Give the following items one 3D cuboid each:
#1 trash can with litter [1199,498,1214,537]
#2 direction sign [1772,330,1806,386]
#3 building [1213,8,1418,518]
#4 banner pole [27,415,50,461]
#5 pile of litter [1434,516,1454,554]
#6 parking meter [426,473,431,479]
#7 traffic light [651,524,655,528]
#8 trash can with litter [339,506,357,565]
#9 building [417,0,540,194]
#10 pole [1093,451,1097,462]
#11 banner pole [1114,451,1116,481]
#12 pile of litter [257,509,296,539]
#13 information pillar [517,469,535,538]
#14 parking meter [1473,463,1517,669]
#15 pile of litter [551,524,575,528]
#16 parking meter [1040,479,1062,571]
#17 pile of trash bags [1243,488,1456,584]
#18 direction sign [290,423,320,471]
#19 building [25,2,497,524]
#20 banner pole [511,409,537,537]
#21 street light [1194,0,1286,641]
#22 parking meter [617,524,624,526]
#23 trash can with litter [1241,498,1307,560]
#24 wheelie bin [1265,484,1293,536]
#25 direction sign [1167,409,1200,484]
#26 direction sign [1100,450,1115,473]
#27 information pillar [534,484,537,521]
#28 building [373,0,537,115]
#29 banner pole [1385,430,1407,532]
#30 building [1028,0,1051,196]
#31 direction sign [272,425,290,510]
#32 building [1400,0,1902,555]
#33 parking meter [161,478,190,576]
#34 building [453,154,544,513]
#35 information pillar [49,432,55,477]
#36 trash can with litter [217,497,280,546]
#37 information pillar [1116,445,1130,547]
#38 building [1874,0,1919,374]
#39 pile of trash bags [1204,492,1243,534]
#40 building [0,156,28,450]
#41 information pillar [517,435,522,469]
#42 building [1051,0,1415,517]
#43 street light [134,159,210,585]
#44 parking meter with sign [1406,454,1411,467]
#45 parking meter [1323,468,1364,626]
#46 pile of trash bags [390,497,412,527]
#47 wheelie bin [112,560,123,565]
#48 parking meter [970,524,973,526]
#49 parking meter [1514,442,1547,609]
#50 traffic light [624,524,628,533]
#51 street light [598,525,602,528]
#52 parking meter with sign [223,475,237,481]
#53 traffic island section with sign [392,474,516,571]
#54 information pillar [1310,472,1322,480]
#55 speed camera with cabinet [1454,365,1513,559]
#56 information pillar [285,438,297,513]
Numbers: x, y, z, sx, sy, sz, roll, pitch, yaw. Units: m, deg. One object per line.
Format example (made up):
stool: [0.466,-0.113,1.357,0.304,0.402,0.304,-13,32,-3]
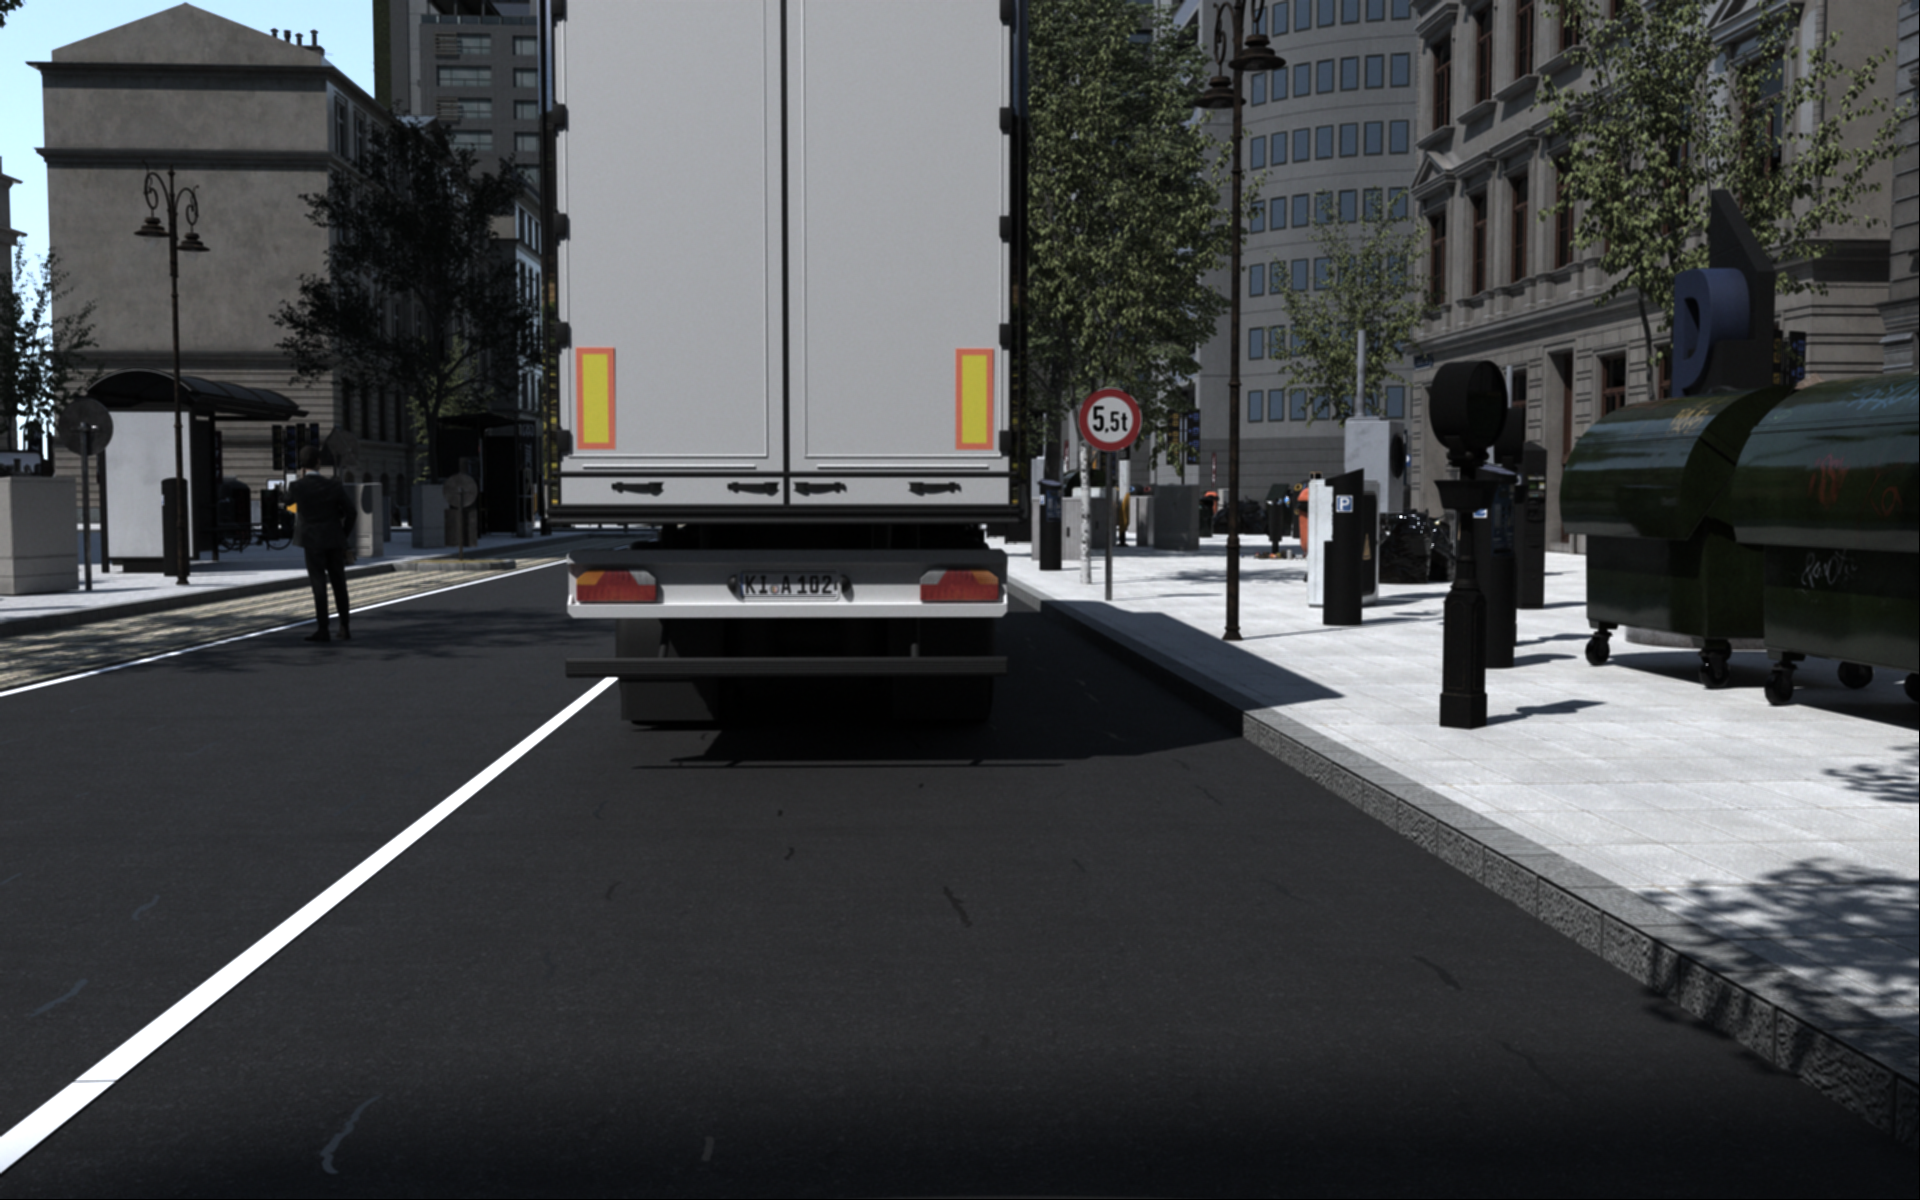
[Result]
trash can with litter: [7.199,-2.441,51.297,0.624,1.170,1.055,0,4,5]
direction sign: [11.431,-1.962,24.073,0.876,3.537,0.379,-2,4,-31]
building: [25.274,-33.383,87.818,28.212,58.520,21.231,0,4,-4]
banner pole: [-28.528,-3.901,53.799,0.401,3.779,0.863,3,5,40]
pile of litter: [9.483,-1.199,33.566,1.176,0.858,1.719,0,4,2]
parking meter: [-14.833,-2.625,48.635,0.255,1.863,0.399,-1,4,-9]
traffic light: [-11.587,-4.675,65.350,0.839,4.253,0.868,0,4,-4]
trash can with litter: [-11.253,-1.200,31.014,0.624,1.170,1.055,0,4,2]
building: [-36.535,-28.262,145.679,14.154,41.232,14.086,0,4,-4]
pole: [6.371,-5.390,81.963,0.158,3.312,0.155,0,3,0]
banner pole: [6.814,-5.407,78.417,0.863,3.779,0.401,-1,4,-20]
pile of litter: [-19.370,-2.205,50.024,1.719,0.858,1.176,1,4,13]
information pillar: [-12.744,-2.830,50.764,0.304,2.012,0.304,3,4,36]
parking meter: [3.927,-0.271,12.850,0.372,1.533,0.369,0,3,0]
pile of litter: [-15.179,-3.161,65.643,1.176,0.858,1.719,-1,4,-12]
parking meter: [1.526,-1.268,29.135,0.372,1.533,0.369,0,3,0]
pile of trash bags: [5.827,-0.935,25.047,1.912,1.369,3.447,3,4,39]
direction sign: [-20.837,-3.878,55.409,0.876,3.537,0.379,1,4,21]
building: [-33.430,-16.655,91.391,14.460,24.649,34.723,0,4,-4]
banner pole: [-12.960,-3.758,51.457,0.863,3.779,0.401,-3,4,-38]
street light: [2.394,-2.585,15.046,0.468,5.910,1.993,0,4,-4]
parking meter: [-13.718,-3.942,70.170,0.399,1.863,0.255,1,4,8]
trash can with litter: [6.494,-1.450,34.767,1.678,1.210,2.233,1,4,18]
wheelie bin: [9.716,-2.735,52.627,0.693,1.594,0.980,-3,5,-41]
direction sign: [5.947,-3.315,46.193,0.876,3.537,0.379,1,4,9]
direction sign: [6.270,-4.994,73.645,0.876,3.537,0.379,-3,5,-41]
information pillar: [-20.419,-5.605,82.988,0.183,3.616,0.504,-2,4,-31]
building: [-41.973,-38.162,165.956,21.231,58.520,28.212,0,4,-4]
banner pole: [14.847,-4.229,59.160,0.863,3.779,0.401,0,4,5]
building: [14.555,-33.152,165.737,21.300,48.544,21.600,0,4,-4]
direction sign: [-22.256,-3.983,57.121,0.379,3.537,0.876,2,4,32]
building: [17.986,-12.305,37.348,11.583,22.565,21.152,0,4,-4]
parking meter: [-12.266,-1.142,27.086,0.372,1.533,0.369,0,3,0]
building: [-36.343,-17.786,124.086,16.112,22.955,30.059,0,4,-4]
information pillar: [-34.245,-4.528,65.382,0.183,3.616,0.504,-1,4,-18]
trash can with litter: [-18.134,-1.976,43.359,2.233,1.210,1.678,1,4,18]
information pillar: [4.009,-3.114,42.269,0.183,3.616,0.504,-1,4,-18]
building: [18.936,-10.252,16.779,9.793,20.994,18.267,0,4,-4]
pile of trash bags: [9.699,-2.824,55.933,1.912,1.369,3.447,3,5,44]
building: [-57.975,-14.513,79.089,24.055,21.916,13.314,0,4,-4]
information pillar: [-16.450,-4.505,65.007,0.504,3.616,0.183,-3,5,-40]
building: [16.986,-35.508,122.560,21.231,58.520,28.212,0,4,-4]
street light: [-11.024,-3.156,24.382,0.468,5.910,1.993,0,4,-4]
parking meter with sign: [19.517,-4.932,76.896,0.543,3.016,1.738,0,4,1]
parking meter: [3.754,-0.523,16.959,0.372,1.533,0.369,0,3,0]
pile of trash bags: [-21.134,-3.562,67.985,3.447,1.369,1.912,0,4,-5]
wheelie bin: [-15.062,-1.436,31.389,0.693,1.594,0.980,0,4,4]
parking meter: [0.337,-2.933,56.365,0.372,1.533,0.369,0,3,0]
parking meter: [6.350,-0.834,19.345,0.255,1.863,0.399,0,4,-6]
traffic light: [-11.074,-4.187,57.382,0.839,4.253,0.868,0,4,-4]
street light: [-13.676,-5.678,65.615,0.468,5.910,1.993,0,4,-4]
parking meter with sign: [-29.775,-4.535,70.412,1.738,3.016,0.543,-1,4,-12]
traffic island section with sign: [-9.535,-1.482,32.864,1.989,1.847,2.006,0,4,-4]
information pillar: [11.995,-3.298,58.413,0.304,2.012,0.304,-1,4,-17]
speed camera with cabinet: [8.330,-2.024,27.435,0.660,3.252,2.038,0,4,5]
information pillar: [-27.432,-4.868,70.950,0.504,3.616,0.183,0,4,6]
